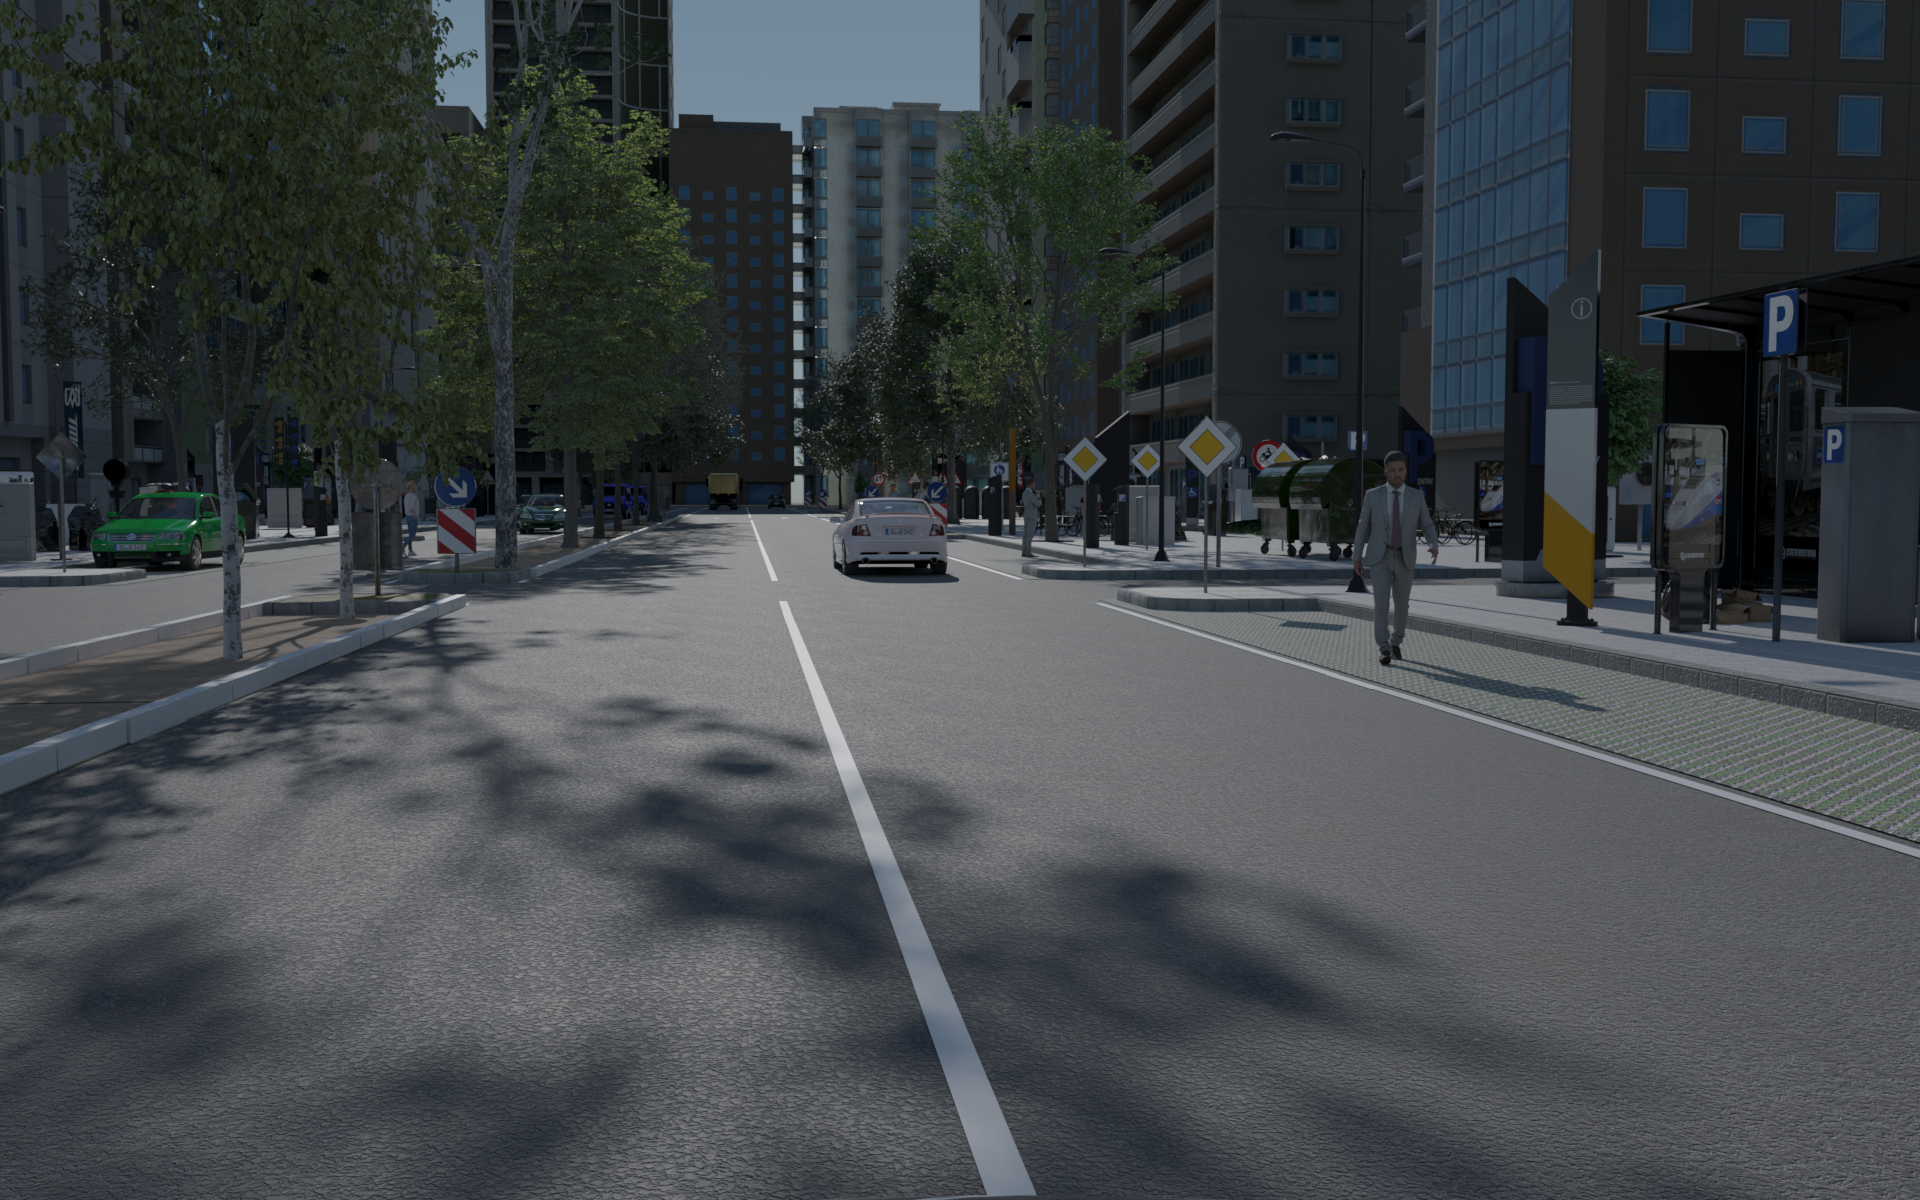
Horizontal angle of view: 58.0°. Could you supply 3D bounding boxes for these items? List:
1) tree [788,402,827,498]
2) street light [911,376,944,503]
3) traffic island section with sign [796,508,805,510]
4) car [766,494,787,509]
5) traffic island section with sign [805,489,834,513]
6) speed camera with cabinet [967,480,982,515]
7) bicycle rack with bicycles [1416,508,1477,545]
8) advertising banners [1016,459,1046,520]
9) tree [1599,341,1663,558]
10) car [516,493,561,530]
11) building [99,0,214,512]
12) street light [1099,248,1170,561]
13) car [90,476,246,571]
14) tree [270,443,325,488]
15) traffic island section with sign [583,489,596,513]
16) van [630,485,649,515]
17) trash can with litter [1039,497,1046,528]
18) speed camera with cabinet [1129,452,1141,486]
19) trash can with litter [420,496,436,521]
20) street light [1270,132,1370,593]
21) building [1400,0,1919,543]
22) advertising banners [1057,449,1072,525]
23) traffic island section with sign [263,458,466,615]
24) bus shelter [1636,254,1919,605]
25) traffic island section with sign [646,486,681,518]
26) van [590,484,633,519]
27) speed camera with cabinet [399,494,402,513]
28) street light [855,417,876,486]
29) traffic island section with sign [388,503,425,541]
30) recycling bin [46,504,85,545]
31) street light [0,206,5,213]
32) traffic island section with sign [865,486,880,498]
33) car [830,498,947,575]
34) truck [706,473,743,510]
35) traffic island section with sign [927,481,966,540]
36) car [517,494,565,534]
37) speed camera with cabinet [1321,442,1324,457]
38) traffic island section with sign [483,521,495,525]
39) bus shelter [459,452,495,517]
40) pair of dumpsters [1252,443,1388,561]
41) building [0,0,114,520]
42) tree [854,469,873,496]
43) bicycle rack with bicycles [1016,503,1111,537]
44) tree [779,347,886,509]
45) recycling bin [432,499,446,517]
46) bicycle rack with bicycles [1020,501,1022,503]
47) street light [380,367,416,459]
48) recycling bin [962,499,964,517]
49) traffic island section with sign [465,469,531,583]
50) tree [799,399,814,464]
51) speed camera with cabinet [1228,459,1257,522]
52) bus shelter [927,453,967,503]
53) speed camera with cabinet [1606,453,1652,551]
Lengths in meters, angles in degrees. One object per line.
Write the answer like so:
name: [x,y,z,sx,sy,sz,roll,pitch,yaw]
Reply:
tree: [-14.360,-15.594,180.713,9.928,11.665,9.643,0,3,0]
street light: [-1.215,-5.849,68.171,1.470,5.913,1.316,0,4,-7]
traffic island section with sign: [-14.097,-9.222,159.408,1.989,1.847,2.006,0,4,-7]
car: [-17.994,-9.792,169.882,2.009,1.686,4.222,0,4,-7]
traffic island section with sign: [-10.575,-7.526,131.670,1.989,1.847,2.006,0,4,-7]
speed camera with cabinet: [0.789,-6.831,106.025,2.038,3.252,0.660,-1,4,-18]
bicycle rack with bicycles: [12.256,-1.906,44.540,2.852,0.926,2.925,-2,4,-28]
advertising banners: [3.569,-5.478,85.755,2.074,3.025,0.090,-2,4,-33]
tree: [12.939,-3.162,35.406,4.285,4.588,4.351,0,3,0]
car: [-16.987,-3.649,69.448,2.009,1.686,4.222,-1,4,-8]
building: [-46.826,-24.590,85.647,14.154,41.232,14.086,0,4,-7]
street light: [3.315,-3.692,32.903,1.470,5.913,1.316,0,4,-7]
car: [-15.228,-1.509,33.465,1.959,1.807,4.718,0,4,-7]
tree: [-38.230,-7.072,99.348,4.285,4.588,4.351,0,3,0]
traffic island section with sign: [-27.090,-7.386,129.394,1.989,1.847,2.006,0,4,-7]
van: [-22.633,-7.049,119.630,2.240,2.365,5.245,0,4,-7]
trash can with litter: [3.171,-3.276,64.945,0.624,1.170,1.055,0,4,5]
speed camera with cabinet: [7.384,-5.290,80.829,2.038,3.252,0.660,2,4,26]
trash can with litter: [-24.692,-4.341,82.036,2.233,1.210,1.678,-1,4,-9]
street light: [4.669,-3.053,22.453,1.470,5.913,1.316,0,4,-7]
building: [22.807,-24.562,51.694,14.200,45.320,14.600,0,4,-7]
advertising banners: [4.088,-4.338,67.107,0.090,3.025,2.074,1,4,20]
traffic island section with sign: [-7.340,-0.812,21.412,2.006,1.907,1.989,0,4,-7]
bus shelter: [9.962,-1.727,19.514,1.731,3.624,6.357,0,4,-7]
traffic island section with sign: [-17.684,-5.821,103.310,2.006,1.907,1.989,0,4,-7]
van: [-20.033,-5.843,99.919,2.240,2.365,5.245,0,4,-7]
speed camera with cabinet: [-27.545,-5.411,82.810,0.660,3.252,2.038,1,4,17]
street light: [-5.621,-8.034,103.890,1.470,5.913,1.316,0,4,-7]
traffic island section with sign: [-17.420,-2.699,52.754,1.989,1.847,2.006,0,4,-7]
recycling bin: [-22.782,-1.938,44.246,0.722,1.027,0.722,1,4,14]
street light: [-16.037,-3.385,27.886,1.470,5.913,1.316,0,4,-7]
traffic island section with sign: [-4.291,-4.479,81.852,1.989,1.847,2.006,0,4,-7]
car: [-1.341,-1.208,32.114,2.083,1.381,4.827,0,4,-8]
truck: [-21.601,-9.941,158.454,3.469,3.379,9.791,0,4,-7]
traffic island section with sign: [-0.914,-2.843,55.108,1.989,1.847,2.006,0,4,-7]
car: [-15.237,-3.200,64.112,2.131,1.459,4.920,-1,4,-9]
speed camera with cabinet: [14.384,-4.405,66.365,2.038,3.252,0.660,-1,4,-19]
traffic island section with sign: [-20.852,-4.357,79.869,1.989,1.847,2.006,0,4,-7]
bus shelter: [-27.501,-6.639,99.825,1.731,3.624,6.357,0,4,-7]
pair of dumpsters: [7.290,-1.988,35.004,1.574,2.255,4.437,0,4,-7]
building: [-44.330,-31.444,56.109,21.231,58.520,28.212,0,4,-7]
tree: [-7.566,-8.310,130.463,1.663,3.219,1.824,0,3,0]
bicycle rack with bicycles: [3.693,-2.411,52.802,2.852,0.926,2.925,-2,4,-33]
tree: [-10.198,-14.366,145.248,12.009,13.543,11.850,0,3,0]
recycling bin: [-29.402,-5.205,97.655,0.722,1.027,0.722,-1,4,-12]
bicycle rack with bicycles: [3.529,-3.002,62.467,2.852,0.926,2.925,1,4,9]
street light: [-20.582,-5.554,63.355,1.470,5.913,1.316,0,4,-7]
recycling bin: [-0.261,-5.230,98.065,0.722,1.027,0.722,3,5,41]
traffic island section with sign: [-8.258,-1.262,28.762,2.006,1.907,1.989,0,4,-7]
tree: [-5.361,-12.061,114.208,9.611,12.733,9.660,0,3,0]
speed camera with cabinet: [9.770,-4.003,59.780,0.660,3.252,2.038,0,4,-4]
bus shelter: [-0.763,-6.752,101.685,1.731,3.624,6.357,0,4,-7]
speed camera with cabinet: [14.644,-2.726,38.909,2.038,3.252,0.660,-1,4,-11]
